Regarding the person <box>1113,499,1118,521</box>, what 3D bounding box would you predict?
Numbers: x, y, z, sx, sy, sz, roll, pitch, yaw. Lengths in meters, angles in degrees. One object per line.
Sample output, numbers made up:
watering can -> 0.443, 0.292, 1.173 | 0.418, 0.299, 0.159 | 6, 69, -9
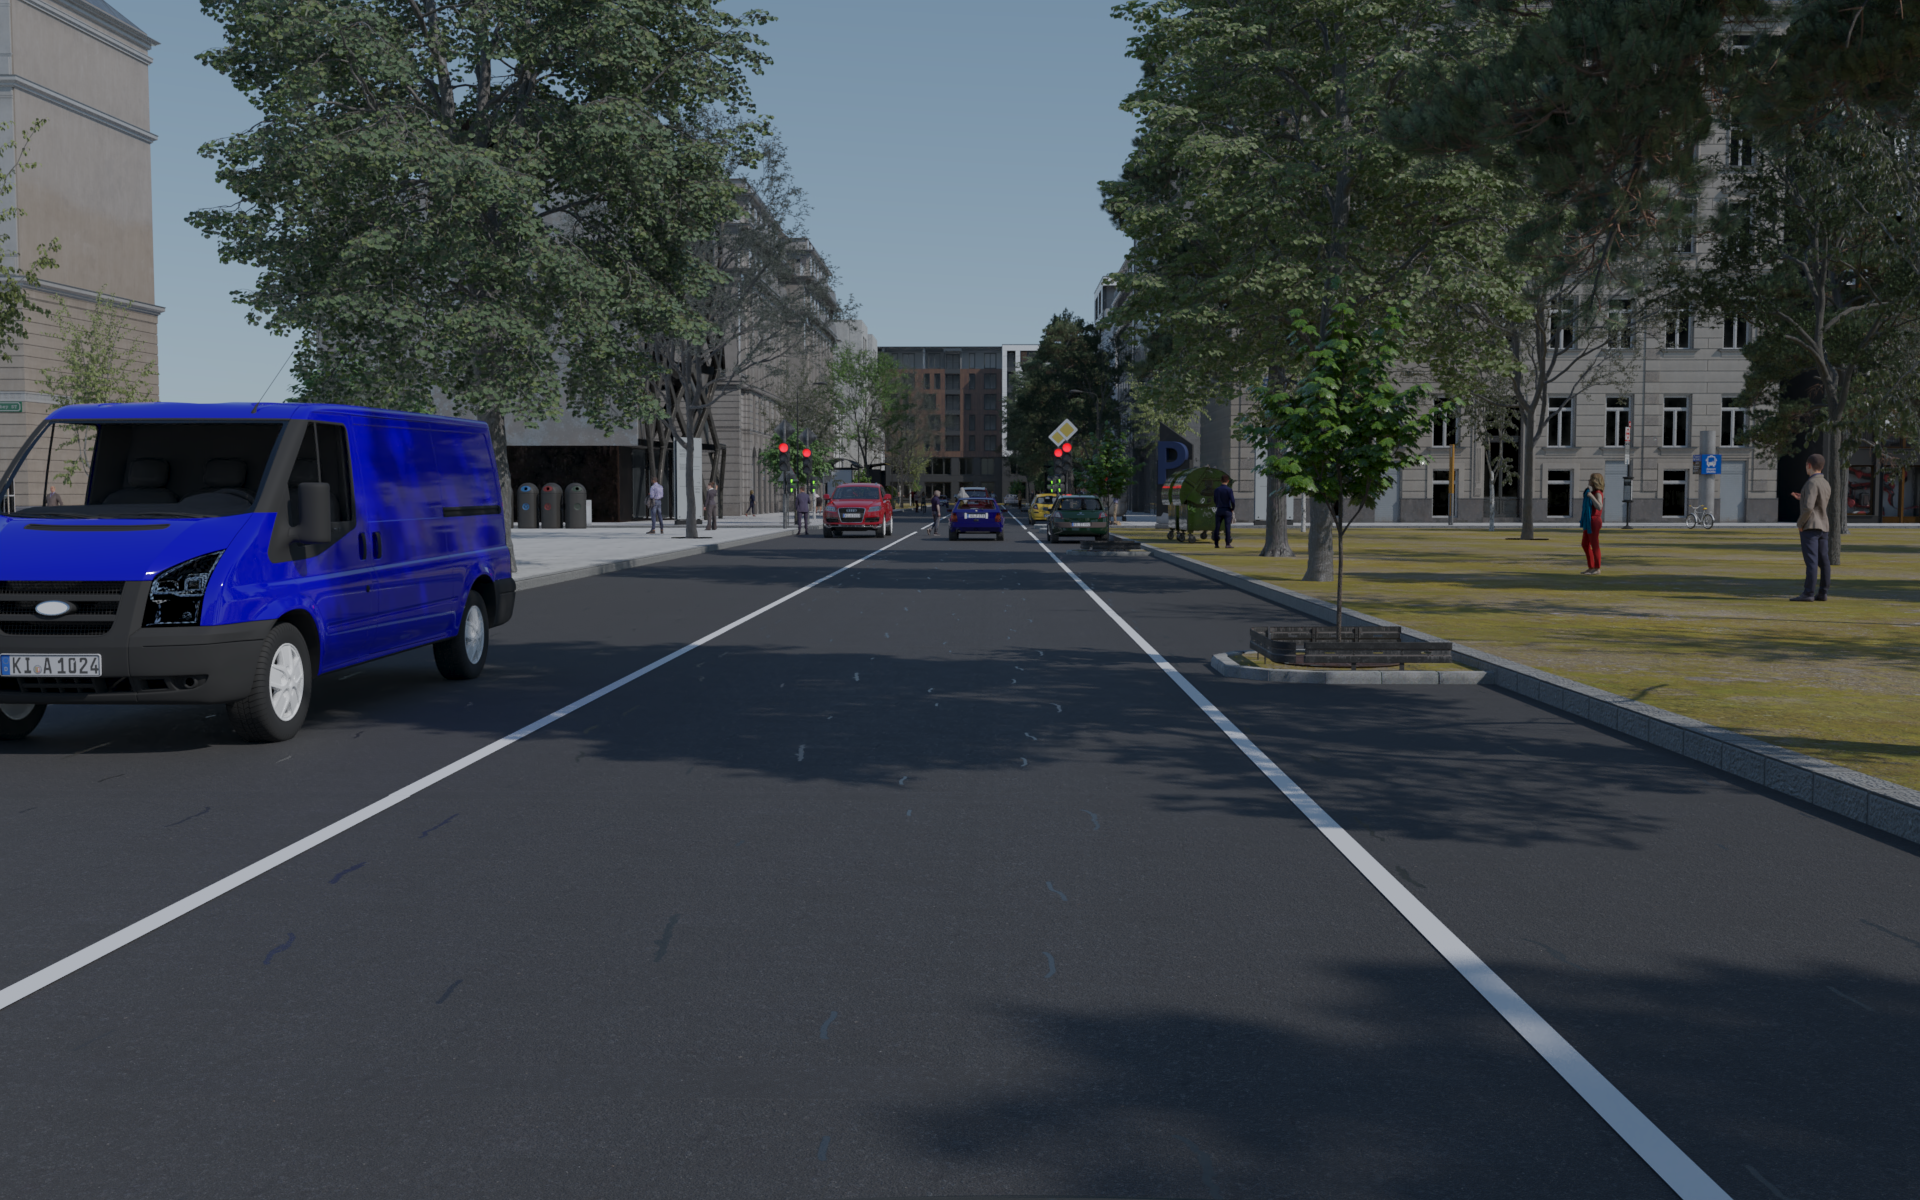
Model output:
person -> 6.945, -4.205, 76.855 | 0.319, 1.574, 0.516 | 1, 4, 15

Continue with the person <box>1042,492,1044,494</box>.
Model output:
person -> 10.084, -12.366, 208.216 | 0.705, 1.826, 1.348 | 2, 4, 33

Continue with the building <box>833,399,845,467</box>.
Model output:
building -> -15.243, -13.438, 161.858 | 9.099, 9.664, 28.070 | 0, 4, 1

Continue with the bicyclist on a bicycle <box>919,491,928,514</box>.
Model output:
bicyclist on a bicycle -> -2.599, -6.929, 123.315 | 1.499, 1.676, 1.625 | 0, 4, -1

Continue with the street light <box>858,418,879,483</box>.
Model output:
street light -> -5.668, -8.167, 106.077 | 1.470, 5.913, 1.316 | 0, 4, 1

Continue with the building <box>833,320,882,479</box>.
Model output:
building -> -18.040, -19.889, 191.638 | 16.747, 18.905, 31.486 | 0, 4, 1

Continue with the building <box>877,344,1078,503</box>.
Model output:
building -> 3.803, -24.827, 249.897 | 32.646, 21.610, 27.936 | 0, 4, 1

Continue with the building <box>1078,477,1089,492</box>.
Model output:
building -> 21.681, -21.062, 200.786 | 16.016, 20.091, 11.380 | 0, 4, 1

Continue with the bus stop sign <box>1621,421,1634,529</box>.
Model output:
bus stop sign -> 24.329, -4.554, 63.158 | 0.416, 3.939, 0.855 | 2, 4, 33

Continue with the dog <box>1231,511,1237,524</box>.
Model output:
dog -> 11.788, -3.672, 74.411 | 0.800, 0.831, 0.513 | -2, 4, -30

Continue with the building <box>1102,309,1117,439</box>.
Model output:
building -> 20.897, -18.312, 155.820 | 16.016, 20.091, 11.380 | 0, 4, 1

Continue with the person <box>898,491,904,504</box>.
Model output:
person -> -7.083, -11.951, 202.145 | 1.217, 1.736, 0.721 | 0, 4, 5

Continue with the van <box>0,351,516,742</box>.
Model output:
van -> -4.743, -0.454, 11.806 | 2.240, 2.365, 5.245 | 0, 4, 2

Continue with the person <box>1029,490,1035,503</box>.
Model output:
person -> 7.987, -11.373, 192.797 | 0.742, 1.727, 0.445 | -3, 5, -45

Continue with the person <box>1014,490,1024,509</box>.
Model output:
person -> 5.642, -9.486, 163.687 | 0.705, 1.812, 1.348 | -3, 4, -38

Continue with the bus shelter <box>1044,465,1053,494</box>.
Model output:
bus shelter -> 7.550, -9.248, 142.484 | 1.731, 3.624, 6.357 | 0, 4, 1

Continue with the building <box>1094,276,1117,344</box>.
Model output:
building -> 27.589, -20.454, 178.391 | 27.936, 21.610, 32.646 | 0, 4, 1

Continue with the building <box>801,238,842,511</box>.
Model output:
building -> -16.789, -17.960, 135.438 | 13.314, 21.916, 24.055 | 0, 4, 1

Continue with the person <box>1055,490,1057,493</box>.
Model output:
person -> 11.987, -12.416, 209.499 | 0.683, 1.767, 0.568 | -2, 4, -32

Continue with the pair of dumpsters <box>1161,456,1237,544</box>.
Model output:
pair of dumpsters -> 6.425, -2.698, 46.613 | 1.574, 2.255, 4.436 | 0, 4, 1

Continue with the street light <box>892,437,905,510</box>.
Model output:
street light -> -4.973, -10.286, 140.717 | 1.470, 5.913, 1.316 | 0, 4, 1

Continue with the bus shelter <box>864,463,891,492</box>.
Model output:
bus shelter -> -6.338, -8.619, 132.201 | 1.731, 3.624, 6.357 | 0, 4, 1

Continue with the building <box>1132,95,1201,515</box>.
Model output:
building -> 18.084, -18.030, 112.807 | 12.078, 24.808, 19.932 | 0, 4, 1

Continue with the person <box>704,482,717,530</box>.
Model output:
person -> -8.832, -3.339, 61.441 | 0.445, 1.727, 0.742 | 0, 4, 2

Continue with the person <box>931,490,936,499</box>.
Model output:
person -> -2.445, -9.786, 168.517 | 0.705, 1.823, 1.348 | 2, 4, 28

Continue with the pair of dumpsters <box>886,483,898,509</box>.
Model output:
pair of dumpsters -> -6.029, -8.706, 144.839 | 1.574, 2.255, 4.436 | 0, 4, 1

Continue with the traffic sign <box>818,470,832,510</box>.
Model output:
traffic sign -> -6.397, -4.958, 81.177 | 0.768, 2.556, 0.104 | 0, 4, 2

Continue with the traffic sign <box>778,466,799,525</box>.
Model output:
traffic sign -> -7.041, -4.339, 70.943 | 0.884, 2.594, 0.081 | 0, 4, 7

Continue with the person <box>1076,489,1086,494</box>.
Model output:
person -> 6.772, -5.479, 96.419 | 0.445, 1.727, 0.742 | 3, 4, 36

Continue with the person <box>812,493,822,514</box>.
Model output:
person -> -9.146, -6.199, 110.581 | 0.799, 1.438, 0.628 | 1, 4, 12

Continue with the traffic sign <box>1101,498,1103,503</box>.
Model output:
traffic sign -> 6.029, -4.494, 73.584 | 0.768, 2.556, 0.104 | 1, 4, 9

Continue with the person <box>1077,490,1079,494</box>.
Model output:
person -> 8.522, -7.162, 125.203 | 0.319, 1.574, 0.516 | 2, 4, 27

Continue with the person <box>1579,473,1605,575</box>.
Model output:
person -> 10.024, -1.210, 27.530 | 0.444, 1.614, 0.593 | 2, 4, 33

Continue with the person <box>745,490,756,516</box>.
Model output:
person -> -11.960, -5.529, 98.978 | 0.613, 1.512, 0.480 | -2, 4, -32

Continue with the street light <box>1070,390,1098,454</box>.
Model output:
street light -> 5.593, -6.412, 77.384 | 1.470, 5.913, 1.316 | 0, 4, 1

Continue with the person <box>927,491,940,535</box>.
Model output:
person -> -0.893, -3.014, 59.984 | 0.471, 1.553, 0.569 | 0, 4, 5

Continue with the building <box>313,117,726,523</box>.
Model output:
building -> -20.304, -13.342, 85.597 | 16.820, 18.784, 16.811 | 0, 4, 1

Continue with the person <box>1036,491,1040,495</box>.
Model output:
person -> 8.040, -10.581, 179.049 | 0.705, 1.822, 1.348 | 2, 4, 26

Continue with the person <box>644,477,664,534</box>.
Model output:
person -> -9.905, -3.057, 55.896 | 0.599, 1.838, 0.709 | 2, 4, 33

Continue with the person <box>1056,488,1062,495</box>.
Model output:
person -> 6.554, -6.680, 115.965 | 0.576, 1.737, 0.504 | -3, 5, -41

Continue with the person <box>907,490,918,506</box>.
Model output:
person -> -5.108, -11.119, 187.794 | 1.348, 1.831, 0.705 | 1, 4, 21

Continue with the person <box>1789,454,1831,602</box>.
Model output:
person -> 10.142, -0.873, 20.852 | 0.617, 1.759, 0.750 | -1, 4, -23

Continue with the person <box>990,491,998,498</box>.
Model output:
person -> 3.890, -12.141, 206.982 | 1.348, 1.826, 0.705 | 0, 4, 4

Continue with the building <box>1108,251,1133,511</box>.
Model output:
building -> 18.954, -17.923, 134.836 | 13.314, 21.916, 24.055 | 0, 4, 1

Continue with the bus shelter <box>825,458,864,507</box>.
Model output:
bus shelter -> -6.706, -6.422, 98.930 | 2.014, 3.302, 5.546 | 0, 4, 1

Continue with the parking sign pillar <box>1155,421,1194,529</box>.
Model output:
parking sign pillar -> 7.916, -4.605, 63.767 | 1.447, 3.967, 1.447 | 2, 4, 28

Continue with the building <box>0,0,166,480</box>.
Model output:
building -> -51.269, -18.177, 83.092 | 20.117, 28.700, 13.634 | 0, 4, 1

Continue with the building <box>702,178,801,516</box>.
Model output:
building -> -18.421, -16.492, 111.452 | 13.314, 21.916, 24.055 | 0, 4, 1

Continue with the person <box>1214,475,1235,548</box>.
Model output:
person -> 6.284, -2.096, 41.013 | 0.576, 1.737, 0.504 | 2, 4, 26

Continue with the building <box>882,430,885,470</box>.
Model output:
building -> -23.480, -16.641, 214.222 | 28.070, 9.664, 9.099 | 0, 4, 1

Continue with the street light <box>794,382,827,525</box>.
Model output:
street light -> -6.193, -6.074, 71.844 | 1.470, 5.913, 1.316 | 0, 4, 1

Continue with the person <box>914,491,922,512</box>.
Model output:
person -> -3.294, -7.649, 135.027 | 0.517, 1.644, 0.566 | -3, 5, -42

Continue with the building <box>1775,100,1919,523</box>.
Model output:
building -> 45.658, -15.375, 81.054 | 15.834, 23.373, 12.332 | 0, 4, 1

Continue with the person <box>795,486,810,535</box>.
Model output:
person -> -5.544, -3.163, 61.127 | 0.541, 1.710, 0.530 | 0, 4, -8

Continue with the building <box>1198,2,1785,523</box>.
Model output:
building -> 24.188, -17.397, 81.710 | 25.104, 27.353, 12.463 | 0, 4, 1
